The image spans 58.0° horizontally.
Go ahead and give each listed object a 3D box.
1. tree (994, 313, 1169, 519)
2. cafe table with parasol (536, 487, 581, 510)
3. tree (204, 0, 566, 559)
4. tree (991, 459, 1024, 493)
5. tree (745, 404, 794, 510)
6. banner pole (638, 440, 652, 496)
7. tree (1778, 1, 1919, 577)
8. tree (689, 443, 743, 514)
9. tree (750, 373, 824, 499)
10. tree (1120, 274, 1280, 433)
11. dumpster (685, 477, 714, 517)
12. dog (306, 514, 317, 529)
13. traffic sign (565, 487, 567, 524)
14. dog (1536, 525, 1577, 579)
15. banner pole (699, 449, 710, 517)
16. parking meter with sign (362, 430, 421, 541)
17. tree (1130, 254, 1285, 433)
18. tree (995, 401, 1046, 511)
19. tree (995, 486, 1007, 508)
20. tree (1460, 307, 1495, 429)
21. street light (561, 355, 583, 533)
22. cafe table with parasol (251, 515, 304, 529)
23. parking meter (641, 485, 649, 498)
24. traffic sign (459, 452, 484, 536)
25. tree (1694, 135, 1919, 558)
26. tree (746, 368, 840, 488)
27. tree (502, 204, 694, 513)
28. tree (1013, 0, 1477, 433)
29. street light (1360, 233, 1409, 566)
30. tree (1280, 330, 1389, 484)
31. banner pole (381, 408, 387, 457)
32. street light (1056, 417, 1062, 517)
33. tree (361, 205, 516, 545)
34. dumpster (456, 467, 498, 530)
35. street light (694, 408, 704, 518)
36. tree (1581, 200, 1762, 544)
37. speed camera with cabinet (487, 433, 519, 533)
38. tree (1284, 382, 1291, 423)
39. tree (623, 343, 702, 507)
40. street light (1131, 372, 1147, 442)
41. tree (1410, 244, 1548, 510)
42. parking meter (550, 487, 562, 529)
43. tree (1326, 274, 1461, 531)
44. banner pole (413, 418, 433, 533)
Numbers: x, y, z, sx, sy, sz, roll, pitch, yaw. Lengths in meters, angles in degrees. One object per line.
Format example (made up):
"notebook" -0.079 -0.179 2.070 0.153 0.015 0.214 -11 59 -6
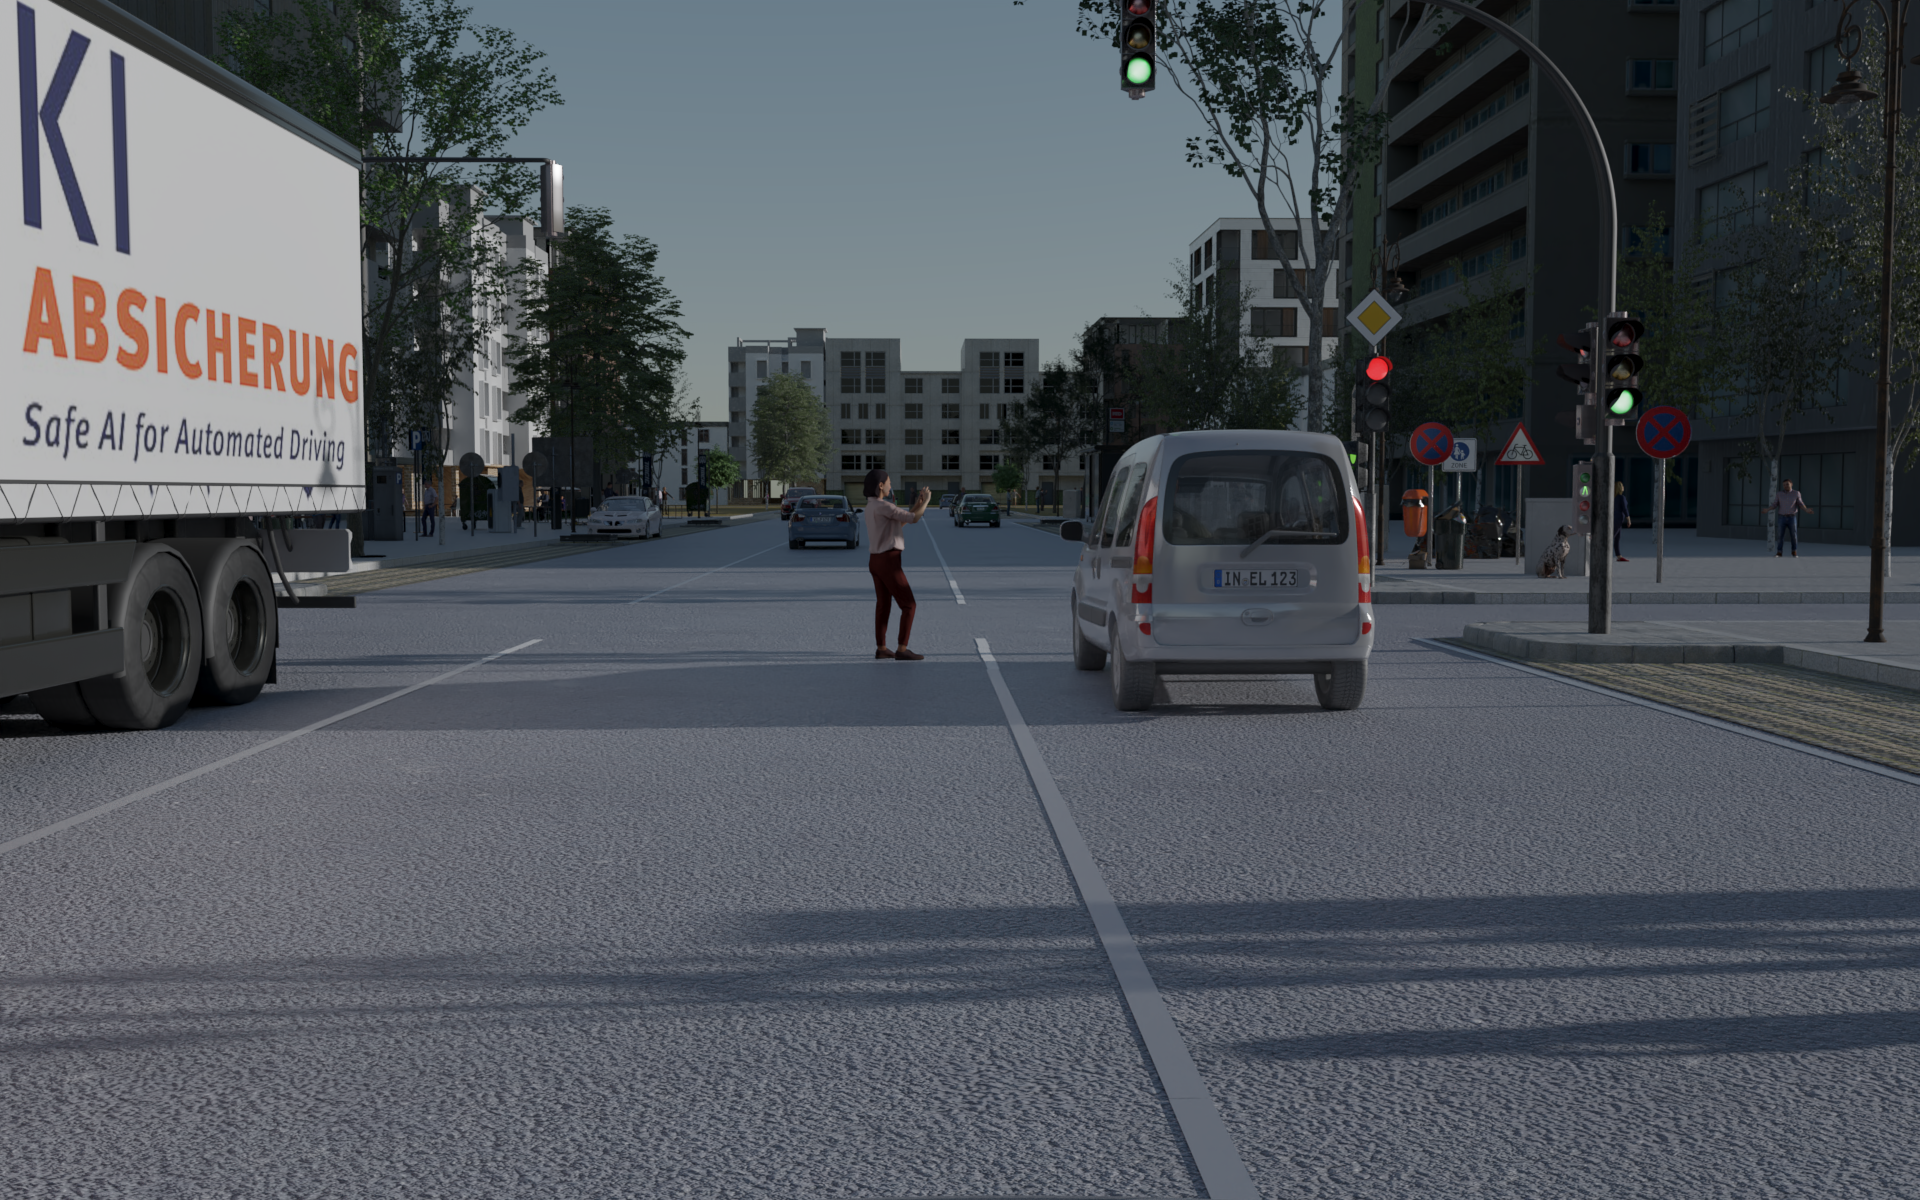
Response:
"tree" 6.598 -9.496 89.675 8.767 10.594 7.601 -3 5 -41
"cafe table with parasol" -22.234 -5.557 95.715 2.610 1.966 2.610 -1 4 -20
"tree" -12.088 -6.667 34.768 9.928 11.665 9.643 0 3 0
"tree" 4.443 -10.802 160.321 4.285 4.588 4.351 0 3 0
"tree" -15.423 -11.520 138.718 4.360 8.622 3.978 0 3 0
"banner pole" -14.599 -5.505 80.021 0.863 3.779 0.401 -3 4 -36
"tree" 14.531 -4.654 26.450 4.360 8.622 3.978 0 3 0
"tree" -15.640 -7.770 110.761 4.285 4.588 4.351 0 3 0
"tree" -16.228 -14.934 162.302 7.486 12.596 7.792 0 3 0
"tree" 7.734 -6.597 58.219 4.737 8.622 4.395 0 3 0
"dumpster" -14.751 -5.822 97.687 1.502 2.255 1.985 0 4 -1
"dog" -23.911 -3.015 63.674 0.513 0.831 0.800 -1 4 -9
"traffic sign" -16.826 -4.520 73.900 0.884 2.594 0.081 0 4 6
"dog" 9.078 -0.743 26.531 0.513 0.831 0.800 0 4 2
"banner pole" -14.130 -6.488 96.093 0.863 3.779 0.401 1 4 19
"parking meter with sign" -15.674 -3.131 47.454 1.738 3.016 0.543 1 4 11
"tree" 7.341 -6.246 52.479 4.360 8.622 3.978 0 3 0
"tree" 4.820 -11.091 131.693 4.360 8.622 3.978 0 3 0
"tree" 3.824 -10.454 165.531 1.663 3.219 1.824 0 3 0
"tree" 18.188 -7.045 65.553 4.360 8.622 3.978 0 3 0
"street light" -12.876 -5.185 57.559 0.468 5.910 1.993 0 4 -2
"cafe table with parasol" -22.460 -3.177 56.806 2.610 1.966 2.610 2 4 34
"parking meter" -17.080 -5.402 94.030 0.399 1.863 0.255 0 4 -1
"traffic sign" -14.816 -3.209 52.571 0.768 2.556 0.104 0 4 0
"tree" 18.351 -5.398 38.615 4.360 8.622 3.978 0 3 0
"tree" -16.665 -16.392 174.665 9.857 13.997 8.962 0 3 0
"tree" -14.437 -9.219 68.856 7.486 12.596 7.792 0 3 0
"tree" 7.037 -11.313 40.853 12.611 20.169 13.585 0 3 0
"street light" 7.554 -3.558 30.962 0.468 5.910 1.993 0 4 -2
"tree" 17.539 -7.746 77.005 4.737 8.622 4.395 0 3 0
"banner pole" -16.669 -3.682 50.221 0.401 3.779 0.863 -2 4 -28
"street light" 5.560 -7.665 98.111 0.468 5.910 1.993 0 4 -2
"tree" -13.294 -5.689 43.377 4.360 8.622 3.978 0 3 0
"dumpster" -17.175 -3.657 62.290 1.502 2.255 1.985 0 4 -2
"street light" -13.808 -7.257 91.442 0.468 5.910 1.993 0 4 -2
"tree" 18.096 -5.737 44.164 4.737 8.622 4.395 0 3 0
"speed camera with cabinet" -15.081 -3.839 57.108 0.660 3.252 2.038 -2 4 -28
"tree" 12.097 -7.561 73.991 4.360 8.622 3.978 0 3 0
"tree" -14.822 -8.249 85.227 4.737 8.622 4.395 0 3 0
"street light" 6.664 -5.598 64.315 0.468 5.910 1.993 0 4 -2
"tree" 15.582 -6.217 52.008 4.737 8.622 4.395 0 3 0
"parking meter" -14.685 -3.498 62.907 0.399 1.863 0.255 0 4 -3
"tree" 14.258 -6.552 57.495 4.360 8.622 3.978 0 3 0
"banner pole" -17.603 -4.085 56.811 0.863 3.779 0.401 2 4 30
